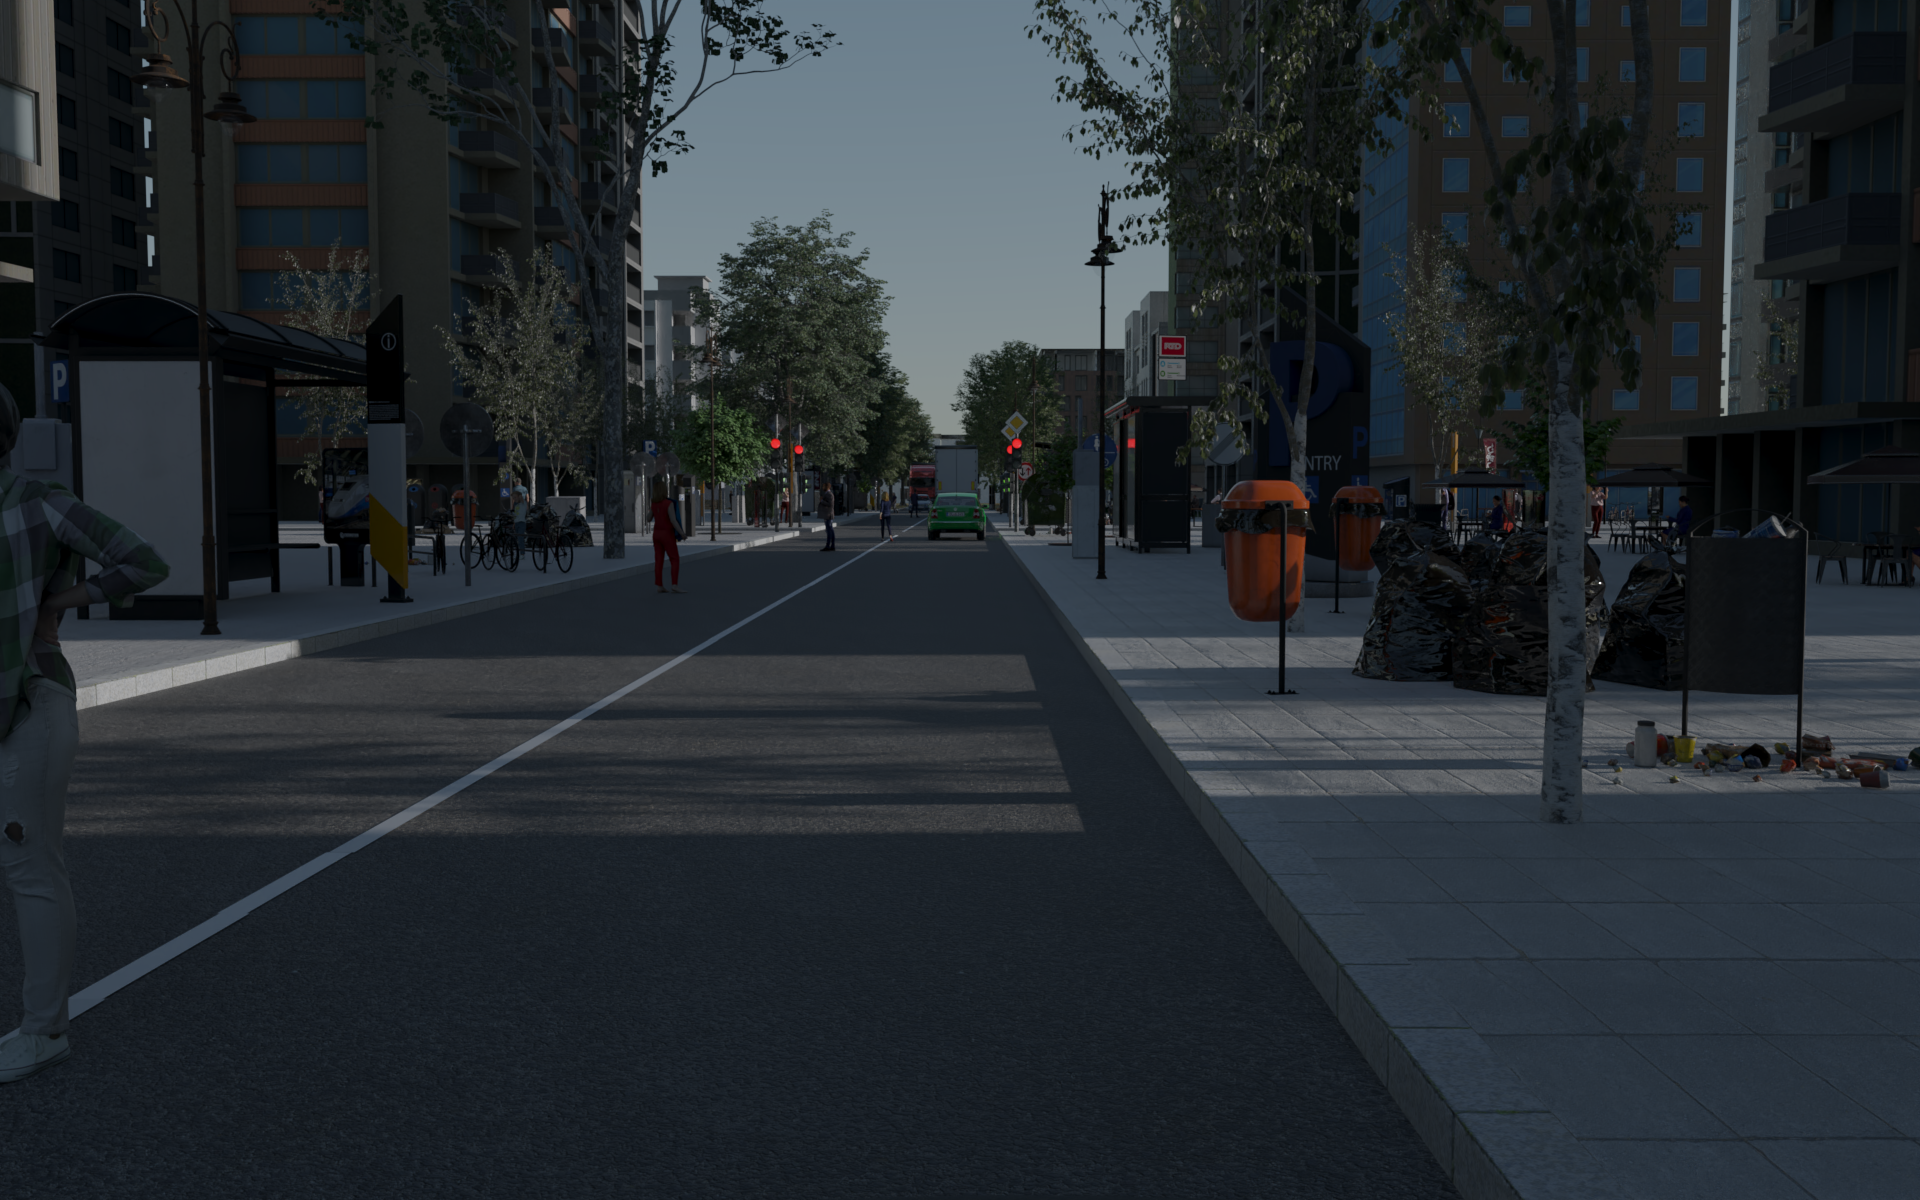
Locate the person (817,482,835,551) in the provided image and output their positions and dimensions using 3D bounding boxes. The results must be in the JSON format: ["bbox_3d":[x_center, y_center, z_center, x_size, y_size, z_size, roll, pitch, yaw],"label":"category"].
[{"bbox_3d":[-3.360,-2.081,43.339,0.431,1.722,0.655,0,4,8],"label":"person"}]

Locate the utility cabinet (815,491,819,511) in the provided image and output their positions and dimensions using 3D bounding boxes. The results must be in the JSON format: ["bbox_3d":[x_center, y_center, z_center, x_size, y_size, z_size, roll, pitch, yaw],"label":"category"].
[{"bbox_3d":[-10.065,-7.186,126.161,1.173,1.500,0.318,0,4,-2],"label":"utility cabinet"}]

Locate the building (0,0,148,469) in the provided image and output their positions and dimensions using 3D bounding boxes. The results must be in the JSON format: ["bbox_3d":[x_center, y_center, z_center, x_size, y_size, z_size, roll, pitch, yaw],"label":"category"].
[{"bbox_3d":[-57.392,-39.807,89.098,20.611,71.187,20.563,0,4,0],"label":"building"}]

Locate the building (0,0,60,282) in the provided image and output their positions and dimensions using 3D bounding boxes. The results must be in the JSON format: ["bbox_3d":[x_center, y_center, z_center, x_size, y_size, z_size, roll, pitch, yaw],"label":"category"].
[{"bbox_3d":[-35.663,-26.908,29.182,27.495,52.752,28.713,0,4,0],"label":"building"}]

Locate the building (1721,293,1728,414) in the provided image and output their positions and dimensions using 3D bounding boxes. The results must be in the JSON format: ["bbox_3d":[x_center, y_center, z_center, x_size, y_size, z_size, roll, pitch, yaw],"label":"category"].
[{"bbox_3d":[61.629,-21.177,190.226,32.646,21.610,27.936,0,4,0],"label":"building"}]

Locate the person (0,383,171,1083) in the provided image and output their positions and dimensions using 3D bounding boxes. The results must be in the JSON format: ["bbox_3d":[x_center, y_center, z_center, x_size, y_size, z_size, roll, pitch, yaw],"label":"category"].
[{"bbox_3d":[-2.413,0.299,4.336,0.841,1.734,0.376,2,4,24],"label":"person"}]

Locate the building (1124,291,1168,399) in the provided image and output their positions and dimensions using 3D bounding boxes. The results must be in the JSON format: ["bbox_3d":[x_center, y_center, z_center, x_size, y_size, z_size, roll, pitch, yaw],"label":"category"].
[{"bbox_3d":[24.919,-17.920,159.451,16.747,18.905,31.486,0,4,0],"label":"building"}]

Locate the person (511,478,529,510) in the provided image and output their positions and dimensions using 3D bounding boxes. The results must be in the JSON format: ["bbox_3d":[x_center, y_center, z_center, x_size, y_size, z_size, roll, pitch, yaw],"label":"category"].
[{"bbox_3d":[-14.424,-3.092,56.720,0.598,1.807,0.434,-2,4,-35],"label":"person"}]

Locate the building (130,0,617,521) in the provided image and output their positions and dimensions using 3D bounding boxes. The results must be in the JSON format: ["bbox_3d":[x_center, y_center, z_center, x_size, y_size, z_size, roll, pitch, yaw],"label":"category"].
[{"bbox_3d":[-31.199,-26.867,93.896,22.147,44.769,28.867,0,4,0],"label":"building"}]

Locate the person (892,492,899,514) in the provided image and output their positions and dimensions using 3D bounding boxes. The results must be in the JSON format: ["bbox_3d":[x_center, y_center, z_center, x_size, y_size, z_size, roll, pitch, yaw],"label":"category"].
[{"bbox_3d":[-4.704,-7.038,125.783,0.471,1.553,0.569,0,4,1],"label":"person"}]

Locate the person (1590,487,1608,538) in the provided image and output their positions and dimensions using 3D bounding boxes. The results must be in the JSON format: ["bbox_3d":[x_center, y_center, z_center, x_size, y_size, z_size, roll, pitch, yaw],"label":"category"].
[{"bbox_3d":[18.499,-2.609,50.154,0.517,1.644,0.566,2,4,26],"label":"person"}]

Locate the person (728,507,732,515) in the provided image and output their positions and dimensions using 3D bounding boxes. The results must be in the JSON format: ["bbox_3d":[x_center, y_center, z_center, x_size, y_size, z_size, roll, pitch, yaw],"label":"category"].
[{"bbox_3d":[-13.814,-5.550,105.073,0.655,0.850,0.859,2,4,25],"label":"person"}]

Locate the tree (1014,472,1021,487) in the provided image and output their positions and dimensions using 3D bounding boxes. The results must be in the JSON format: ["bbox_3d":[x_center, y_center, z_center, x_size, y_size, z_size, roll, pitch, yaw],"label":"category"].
[{"bbox_3d":[3.061,-4.781,72.771,1.663,3.219,1.824,0,3,0],"label":"tree"}]

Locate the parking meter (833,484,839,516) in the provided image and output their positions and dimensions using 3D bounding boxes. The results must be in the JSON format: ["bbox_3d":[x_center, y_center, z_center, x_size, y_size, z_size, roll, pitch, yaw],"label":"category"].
[{"bbox_3d":[-7.301,-5.877,101.801,0.255,1.863,0.399,-2,4,-30],"label":"parking meter"}]

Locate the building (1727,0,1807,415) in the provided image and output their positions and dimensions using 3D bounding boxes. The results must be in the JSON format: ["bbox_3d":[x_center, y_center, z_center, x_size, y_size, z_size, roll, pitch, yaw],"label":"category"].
[{"bbox_3d":[58.634,-28.930,92.622,30.456,49.044,23.786,0,4,0],"label":"building"}]

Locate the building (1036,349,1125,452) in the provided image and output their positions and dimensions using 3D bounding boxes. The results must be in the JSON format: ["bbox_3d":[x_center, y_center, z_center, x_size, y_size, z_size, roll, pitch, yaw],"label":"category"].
[{"bbox_3d":[27.773,-25.055,253.628,32.646,21.610,27.936,0,4,0],"label":"building"}]

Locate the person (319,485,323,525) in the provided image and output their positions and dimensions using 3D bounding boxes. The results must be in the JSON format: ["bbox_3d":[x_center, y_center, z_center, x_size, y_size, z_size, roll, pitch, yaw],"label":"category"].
[{"bbox_3d":[-26.465,-3.967,72.359,0.566,1.644,0.517,0,4,7],"label":"person"}]

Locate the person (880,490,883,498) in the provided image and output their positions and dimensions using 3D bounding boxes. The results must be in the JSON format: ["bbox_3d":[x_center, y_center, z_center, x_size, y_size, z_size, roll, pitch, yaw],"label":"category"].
[{"bbox_3d":[-9.187,-12.140,204.620,0.705,1.814,1.350,2,4,34],"label":"person"}]

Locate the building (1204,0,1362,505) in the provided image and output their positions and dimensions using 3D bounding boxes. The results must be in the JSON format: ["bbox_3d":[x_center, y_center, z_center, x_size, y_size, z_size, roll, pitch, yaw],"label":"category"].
[{"bbox_3d":[27.117,-40.939,107.613,20.563,71.187,20.611,0,4,0],"label":"building"}]

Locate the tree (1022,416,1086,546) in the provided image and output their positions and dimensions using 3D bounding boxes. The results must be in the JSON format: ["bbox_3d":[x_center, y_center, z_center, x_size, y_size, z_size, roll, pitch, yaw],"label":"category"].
[{"bbox_3d":[2.566,-2.972,43.189,1.663,3.219,1.824,0,3,0],"label":"tree"}]

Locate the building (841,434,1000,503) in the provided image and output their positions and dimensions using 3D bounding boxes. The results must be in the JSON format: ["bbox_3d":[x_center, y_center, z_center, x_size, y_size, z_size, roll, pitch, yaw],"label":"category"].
[{"bbox_3d":[-2.695,-18.519,244.936,28.070,9.664,9.099,0,4,0],"label":"building"}]

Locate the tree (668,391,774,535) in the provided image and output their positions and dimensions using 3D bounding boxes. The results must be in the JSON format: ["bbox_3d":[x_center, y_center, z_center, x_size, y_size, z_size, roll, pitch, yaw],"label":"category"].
[{"bbox_3d":[-7.652,-4.378,55.288,4.285,4.588,4.351,0,3,0],"label":"tree"}]

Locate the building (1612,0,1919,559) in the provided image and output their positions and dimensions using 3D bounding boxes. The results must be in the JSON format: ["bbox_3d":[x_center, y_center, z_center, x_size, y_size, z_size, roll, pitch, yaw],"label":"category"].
[{"bbox_3d":[27.445,-22.904,29.098,22.147,44.769,28.867,0,4,0],"label":"building"}]

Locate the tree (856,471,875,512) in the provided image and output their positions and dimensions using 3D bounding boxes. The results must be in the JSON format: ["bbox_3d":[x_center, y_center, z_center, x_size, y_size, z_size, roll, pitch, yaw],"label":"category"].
[{"bbox_3d":[-6.939,-7.988,125.199,1.663,3.219,1.824,0,3,0],"label":"tree"}]

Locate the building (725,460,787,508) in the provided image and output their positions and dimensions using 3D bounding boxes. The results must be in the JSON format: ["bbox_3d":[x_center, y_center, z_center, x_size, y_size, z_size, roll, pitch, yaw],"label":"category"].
[{"bbox_3d":[-34.093,-15.789,200.297,28.070,9.664,9.099,0,4,0],"label":"building"}]

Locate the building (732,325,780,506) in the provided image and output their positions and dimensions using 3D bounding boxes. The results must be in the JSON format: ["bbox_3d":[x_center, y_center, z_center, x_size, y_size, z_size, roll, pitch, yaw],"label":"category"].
[{"bbox_3d":[-27.715,-20.300,188.329,16.016,20.091,11.380,0,4,0],"label":"building"}]

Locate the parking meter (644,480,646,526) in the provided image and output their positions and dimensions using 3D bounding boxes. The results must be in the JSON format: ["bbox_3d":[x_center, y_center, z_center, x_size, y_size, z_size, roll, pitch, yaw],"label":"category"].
[{"bbox_3d":[-12.857,-3.941,70.145,0.255,1.863,0.399,-3,5,-42],"label":"parking meter"}]

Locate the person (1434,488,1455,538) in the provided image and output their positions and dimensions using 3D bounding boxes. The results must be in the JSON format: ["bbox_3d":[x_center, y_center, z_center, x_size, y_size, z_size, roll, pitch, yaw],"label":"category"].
[{"bbox_3d":[13.941,-2.627,49.810,0.655,1.722,0.431,-2,4,-33],"label":"person"}]

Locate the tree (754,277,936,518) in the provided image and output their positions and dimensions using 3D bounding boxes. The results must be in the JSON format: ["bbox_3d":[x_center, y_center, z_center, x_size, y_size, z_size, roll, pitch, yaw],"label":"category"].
[{"bbox_3d":[-7.183,-10.637,90.917,9.611,12.733,9.660,0,3,0],"label":"tree"}]

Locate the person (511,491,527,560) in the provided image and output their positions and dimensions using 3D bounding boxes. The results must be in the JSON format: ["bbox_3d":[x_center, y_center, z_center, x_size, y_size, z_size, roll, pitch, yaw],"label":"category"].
[{"bbox_3d":[-8.642,-1.468,33.956,0.435,1.345,0.340,3,5,42],"label":"person"}]

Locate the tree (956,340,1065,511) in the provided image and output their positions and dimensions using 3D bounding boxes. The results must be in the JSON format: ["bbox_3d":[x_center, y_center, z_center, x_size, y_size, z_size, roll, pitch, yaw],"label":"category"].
[{"bbox_3d":[4.295,-12.798,127.377,7.486,12.596,7.792,0,3,0],"label":"tree"}]

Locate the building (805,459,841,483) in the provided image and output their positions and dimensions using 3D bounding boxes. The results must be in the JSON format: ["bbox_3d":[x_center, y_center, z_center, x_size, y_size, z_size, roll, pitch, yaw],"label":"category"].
[{"bbox_3d":[-32.602,-23.355,248.318,31.486,18.905,16.747,0,4,0],"label":"building"}]

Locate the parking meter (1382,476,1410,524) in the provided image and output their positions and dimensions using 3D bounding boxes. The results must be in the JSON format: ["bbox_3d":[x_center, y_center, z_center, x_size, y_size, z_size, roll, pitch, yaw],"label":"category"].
[{"bbox_3d":[6.150,-0.981,24.444,0.372,1.533,0.369,0,3,0],"label":"parking meter"}]

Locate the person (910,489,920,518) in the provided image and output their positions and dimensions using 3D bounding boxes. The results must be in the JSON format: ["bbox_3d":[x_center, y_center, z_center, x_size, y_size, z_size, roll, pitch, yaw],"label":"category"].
[{"bbox_3d":[-2.734,-5.860,105.229,0.541,1.710,0.530,3,4,38],"label":"person"}]

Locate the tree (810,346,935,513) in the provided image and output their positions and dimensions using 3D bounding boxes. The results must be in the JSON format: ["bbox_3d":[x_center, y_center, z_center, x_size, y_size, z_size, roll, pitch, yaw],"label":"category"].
[{"bbox_3d":[-6.824,-12.023,114.695,7.486,12.596,7.792,0,3,0],"label":"tree"}]

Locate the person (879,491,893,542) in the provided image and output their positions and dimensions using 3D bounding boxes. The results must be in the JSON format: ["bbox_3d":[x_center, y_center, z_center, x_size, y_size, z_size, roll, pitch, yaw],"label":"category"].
[{"bbox_3d":[-2.211,-2.523,52.287,0.613,1.512,0.480,3,5,42],"label":"person"}]

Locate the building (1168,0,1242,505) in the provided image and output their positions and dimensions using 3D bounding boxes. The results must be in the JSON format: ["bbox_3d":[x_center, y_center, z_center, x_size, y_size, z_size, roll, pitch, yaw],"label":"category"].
[{"bbox_3d":[22.989,-27.555,134.126,14.154,41.232,14.086,0,4,0],"label":"building"}]

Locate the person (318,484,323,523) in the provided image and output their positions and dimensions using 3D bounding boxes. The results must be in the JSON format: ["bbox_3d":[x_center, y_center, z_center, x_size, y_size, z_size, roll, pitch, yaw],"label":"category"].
[{"bbox_3d":[-28.430,-4.319,77.471,0.431,1.722,0.655,0,4,6],"label":"person"}]

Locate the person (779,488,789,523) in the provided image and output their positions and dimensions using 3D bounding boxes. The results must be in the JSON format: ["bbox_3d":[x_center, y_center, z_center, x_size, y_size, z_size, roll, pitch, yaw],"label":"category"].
[{"bbox_3d":[-7.664,-4.168,75.654,0.566,1.644,0.517,-3,5,-44],"label":"person"}]

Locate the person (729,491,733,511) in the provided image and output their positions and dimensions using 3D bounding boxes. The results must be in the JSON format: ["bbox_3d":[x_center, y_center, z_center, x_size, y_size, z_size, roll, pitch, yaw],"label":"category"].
[{"bbox_3d":[-17.334,-7.551,131.764,0.388,1.546,0.482,2,4,29],"label":"person"}]

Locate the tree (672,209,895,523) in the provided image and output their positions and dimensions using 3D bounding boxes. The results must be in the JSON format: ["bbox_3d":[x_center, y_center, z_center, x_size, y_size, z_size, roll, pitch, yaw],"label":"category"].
[{"bbox_3d":[-7.657,-10.433,77.236,9.857,13.997,8.962,0,3,0],"label":"tree"}]

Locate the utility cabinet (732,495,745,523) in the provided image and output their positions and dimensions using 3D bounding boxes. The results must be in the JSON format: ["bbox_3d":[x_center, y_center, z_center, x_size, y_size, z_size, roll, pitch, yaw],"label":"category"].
[{"bbox_3d":[-9.940,-4.071,77.725,0.306,1.237,1.020,1,4,12],"label":"utility cabinet"}]

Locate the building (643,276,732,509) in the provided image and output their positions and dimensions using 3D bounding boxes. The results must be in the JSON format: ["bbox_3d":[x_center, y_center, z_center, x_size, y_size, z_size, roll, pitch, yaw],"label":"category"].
[{"bbox_3d":[-28.531,-17.831,147.961,16.016,20.091,11.380,0,4,0],"label":"building"}]

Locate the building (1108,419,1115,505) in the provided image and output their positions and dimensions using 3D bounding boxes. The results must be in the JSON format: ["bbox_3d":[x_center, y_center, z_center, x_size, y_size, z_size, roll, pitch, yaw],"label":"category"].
[{"bbox_3d":[21.361,-15.141,189.701,9.099,9.664,28.070,0,4,0],"label":"building"}]

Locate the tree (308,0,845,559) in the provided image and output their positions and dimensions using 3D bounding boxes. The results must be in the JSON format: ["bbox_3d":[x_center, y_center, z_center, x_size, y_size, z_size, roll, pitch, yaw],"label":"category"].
[{"bbox_3d":[-7.728,-10.963,35.137,12.611,20.169,13.585,0,3,0],"label":"tree"}]

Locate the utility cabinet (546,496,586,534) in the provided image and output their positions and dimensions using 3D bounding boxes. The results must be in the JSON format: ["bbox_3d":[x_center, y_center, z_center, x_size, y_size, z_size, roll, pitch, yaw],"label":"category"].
[{"bbox_3d":[-10.324,-2.092,45.363,1.020,1.237,0.306,1,4,18],"label":"utility cabinet"}]

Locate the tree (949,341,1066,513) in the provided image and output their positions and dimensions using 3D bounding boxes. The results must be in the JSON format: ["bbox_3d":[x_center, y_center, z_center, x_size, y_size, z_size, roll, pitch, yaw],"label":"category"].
[{"bbox_3d":[3.214,-11.634,115.970,9.928,11.665,9.643,0,3,0],"label":"tree"}]

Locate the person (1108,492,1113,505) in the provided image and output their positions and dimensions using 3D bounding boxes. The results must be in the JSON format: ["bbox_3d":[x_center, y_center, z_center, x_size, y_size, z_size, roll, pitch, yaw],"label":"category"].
[{"bbox_3d":[14.677,-9.850,167.069,1.348,1.826,0.705,0,4,2],"label":"person"}]

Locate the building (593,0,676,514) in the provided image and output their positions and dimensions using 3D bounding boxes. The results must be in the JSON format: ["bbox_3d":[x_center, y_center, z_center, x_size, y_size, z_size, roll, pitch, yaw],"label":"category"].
[{"bbox_3d":[-30.694,-41.594,118.320,20.563,71.187,20.611,0,4,0],"label":"building"}]

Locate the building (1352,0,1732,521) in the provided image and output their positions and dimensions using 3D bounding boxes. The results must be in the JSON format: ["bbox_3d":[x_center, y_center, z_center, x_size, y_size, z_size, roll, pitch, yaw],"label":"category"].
[{"bbox_3d":[28.272,-26.679,86.317,14.200,45.320,14.600,0,4,0],"label":"building"}]

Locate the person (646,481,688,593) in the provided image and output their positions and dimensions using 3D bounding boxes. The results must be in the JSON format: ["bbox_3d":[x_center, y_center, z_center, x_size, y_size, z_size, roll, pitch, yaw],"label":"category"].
[{"bbox_3d":[-4.255,-0.914,25.143,0.444,1.614,0.593,-2,4,-35],"label":"person"}]

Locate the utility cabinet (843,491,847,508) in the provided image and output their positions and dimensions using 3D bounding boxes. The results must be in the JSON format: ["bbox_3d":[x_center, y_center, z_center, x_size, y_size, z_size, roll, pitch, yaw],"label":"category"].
[{"bbox_3d":[-8.750,-7.328,128.498,0.318,1.500,1.173,2,4,25],"label":"utility cabinet"}]

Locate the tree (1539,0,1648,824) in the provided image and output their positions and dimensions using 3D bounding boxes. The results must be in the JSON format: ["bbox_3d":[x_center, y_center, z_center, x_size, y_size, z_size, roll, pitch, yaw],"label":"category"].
[{"bbox_3d":[2.126,-3.435,6.528,4.360,8.622,3.978,0,3,0],"label":"tree"}]
